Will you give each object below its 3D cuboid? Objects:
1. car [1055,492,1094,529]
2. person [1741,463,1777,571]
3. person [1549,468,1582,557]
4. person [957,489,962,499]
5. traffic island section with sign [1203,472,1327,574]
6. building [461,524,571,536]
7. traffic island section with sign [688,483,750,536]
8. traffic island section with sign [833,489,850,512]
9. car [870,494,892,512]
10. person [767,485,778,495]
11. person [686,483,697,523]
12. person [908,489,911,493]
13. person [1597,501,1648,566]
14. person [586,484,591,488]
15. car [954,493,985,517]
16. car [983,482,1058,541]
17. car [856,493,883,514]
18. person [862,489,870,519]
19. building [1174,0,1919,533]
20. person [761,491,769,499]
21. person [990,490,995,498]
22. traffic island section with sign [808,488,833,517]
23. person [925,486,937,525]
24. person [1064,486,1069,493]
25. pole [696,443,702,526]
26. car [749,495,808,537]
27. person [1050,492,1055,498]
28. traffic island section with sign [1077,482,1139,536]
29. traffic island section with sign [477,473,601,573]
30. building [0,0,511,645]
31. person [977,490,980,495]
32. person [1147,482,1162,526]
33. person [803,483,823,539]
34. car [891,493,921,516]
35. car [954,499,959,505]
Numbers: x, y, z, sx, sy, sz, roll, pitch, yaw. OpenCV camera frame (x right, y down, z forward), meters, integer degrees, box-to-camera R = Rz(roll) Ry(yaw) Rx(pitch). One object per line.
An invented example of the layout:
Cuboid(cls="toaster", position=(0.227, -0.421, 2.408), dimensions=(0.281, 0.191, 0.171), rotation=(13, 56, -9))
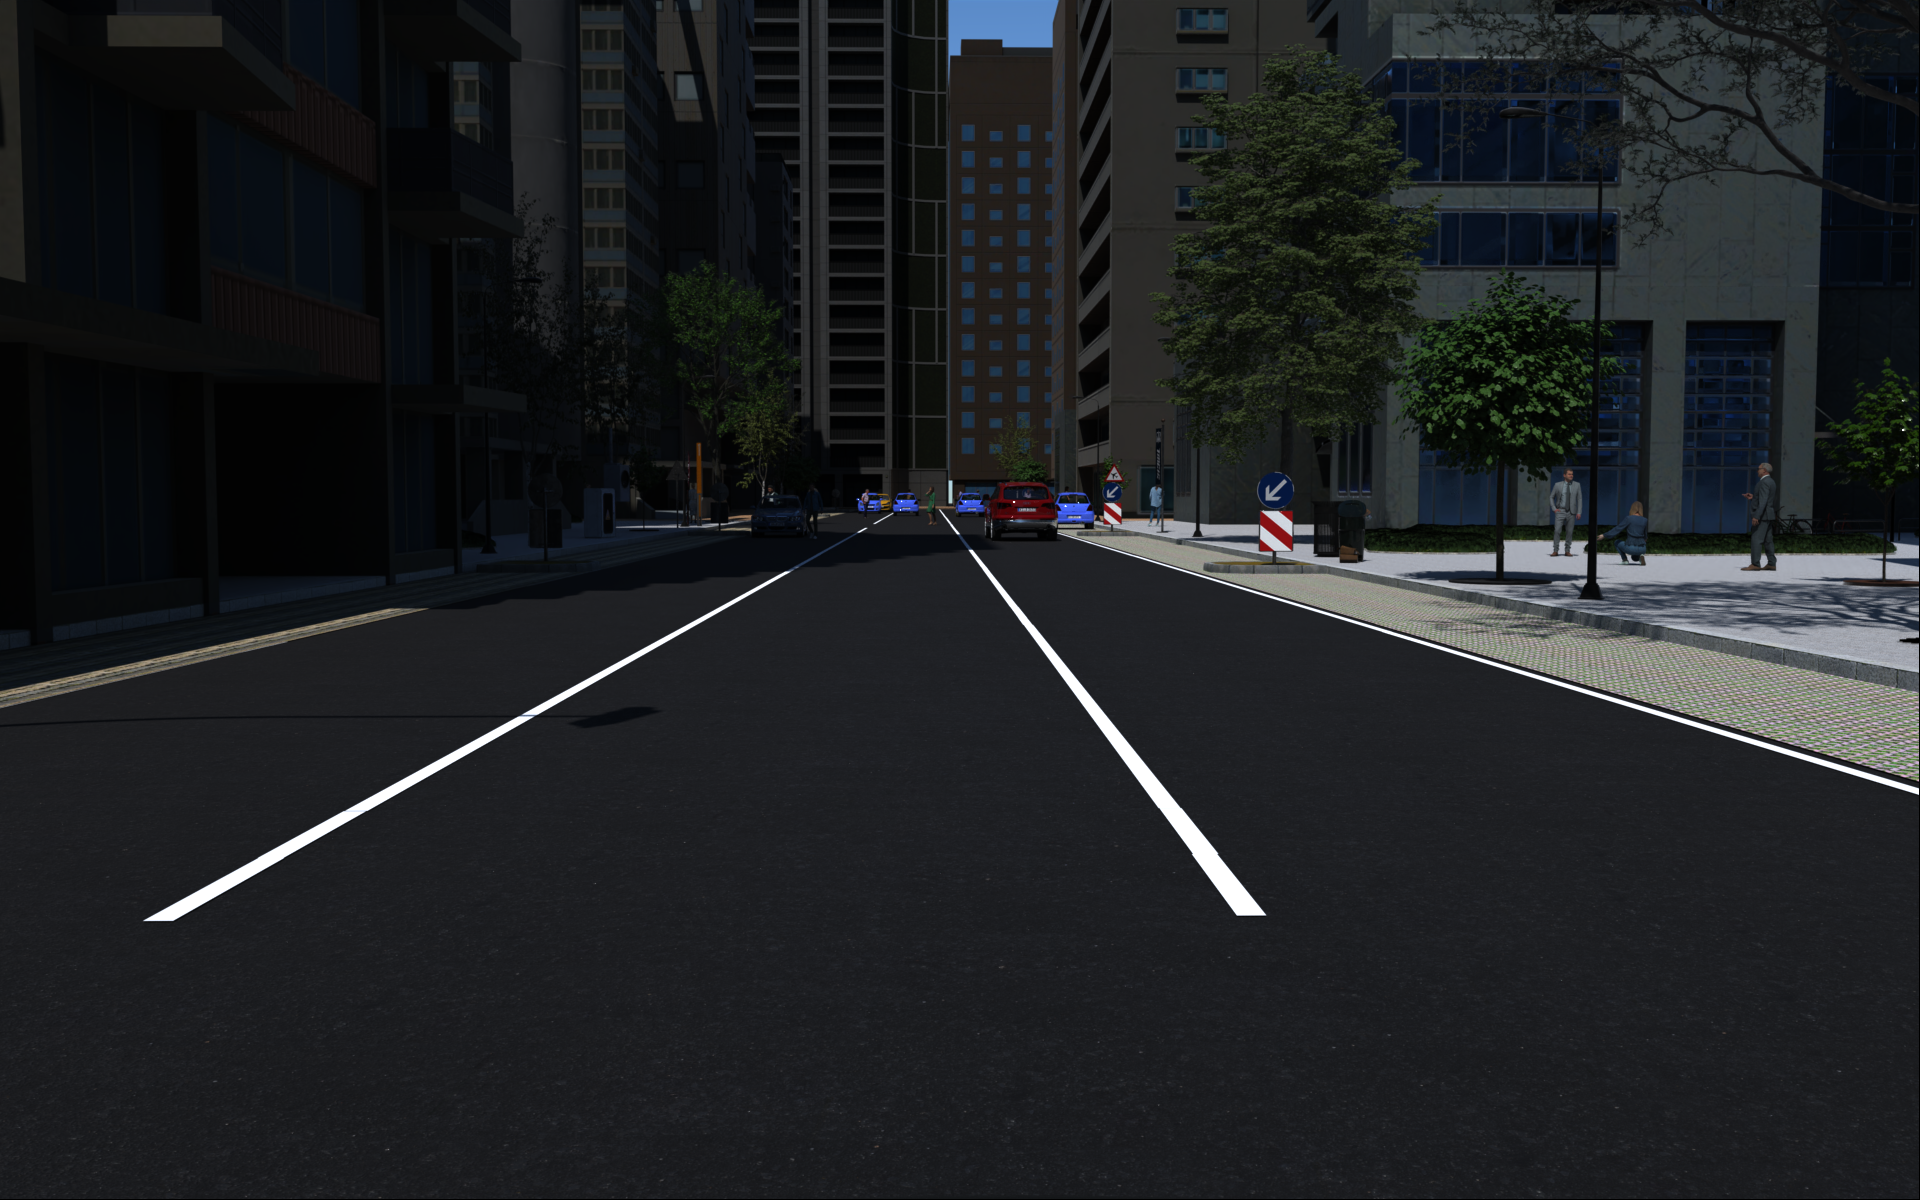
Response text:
Cuboid(cls="car", position=(4.564, -3.755, 70.992), dimensions=(1.945, 1.707, 3.694), rotation=(0, 4, 0))
Cuboid(cls="person", position=(13.390, -1.397, 29.057), dimensions=(0.590, 1.801, 0.661), rotation=(3, 4, 37))
Cuboid(cls="person", position=(12.457, -1.804, 35.630), dimensions=(0.635, 1.810, 0.391), rotation=(0, 4, 7))
Cuboid(cls="person", position=(-0.092, -8.329, 144.540), dimensions=(0.599, 1.838, 0.709), rotation=(1, 4, 18))
Cuboid(cls="traffic island section with sign", position=(5.541, -1.419, 31.836), dimensions=(1.989, 1.847, 2.006), rotation=(0, 4, -1))
Cuboid(cls="building", position=(-30.397, -22.259, 55.815), dimensions=(32.217, 40.220, 23.993), rotation=(0, 4, -1))
Cuboid(cls="traffic island section with sign", position=(-8.303, -3.136, 59.908), dimensions=(1.989, 1.847, 2.006), rotation=(0, 4, -1))
Cuboid(cls="traffic island section with sign", position=(-9.725, -7.827, 136.597), dimensions=(1.989, 1.847, 2.006), rotation=(0, 4, -1))
Cuboid(cls="car", position=(-6.269, -7.767, 137.205), dimensions=(2.015, 1.641, 3.980), rotation=(0, 4, -1))
Cuboid(cls="person", position=(-7.347, -3.611, 67.883), dimensions=(0.623, 1.781, 0.721), rotation=(0, 4, -3))
Cuboid(cls="person", position=(-11.682, -4.238, 75.690), dimensions=(0.694, 1.780, 0.624), rotation=(0, 4, 1))
Cuboid(cls="person", position=(-3.924, -7.744, 135.203), dimensions=(1.348, 1.812, 0.705), rotation=(1, 4, 20))
Cuboid(cls="person", position=(12.035, -1.207, 31.282), dimensions=(1.012, 1.151, 0.738), rotation=(0, 4, 1))
Cuboid(cls="person", position=(-17.358, -4.554, 81.055), dimensions=(0.362, 1.759, 0.519), rotation=(0, 4, 5))
Cuboid(cls="car", position=(0.625, -6.061, 108.688), dimensions=(1.945, 1.707, 3.694), rotation=(0, 4, -3))
Cuboid(cls="car", position=(1.891, -2.805, 54.534), dimensions=(2.281, 1.827, 5.304), rotation=(0, 4, -3))
Cuboid(cls="car", position=(-6.613, -7.174, 126.885), dimensions=(1.945, 1.707, 3.694), rotation=(0, 4, -3))
Cuboid(cls="person", position=(-5.462, -5.630, 101.485), dimensions=(0.436, 1.711, 0.756), rotation=(3, 5, 40))
Cuboid(cls="building", position=(21.705, -46.032, 65.289), dimensions=(22.319, 86.520, 31.000), rotation=(0, 4, -1))
Cuboid(cls="person", position=(-12.250, -6.372, 110.937), dimensions=(1.217, 1.736, 0.721), rotation=(2, 4, 35))
Cuboid(cls="person", position=(2.750, -7.557, 132.201), dimensions=(1.348, 1.807, 0.705), rotation=(3, 5, 42))
Cuboid(cls="traffic island section with sign", position=(-9.235, -6.179, 109.646), dimensions=(1.989, 1.847, 2.006), rotation=(0, 4, -1))
Cuboid(cls="person", position=(-1.272, -4.335, 79.627), dimensions=(0.529, 1.795, 0.600), rotation=(-2, 4, -29))
Cuboid(cls="person", position=(6.349, -5.785, 101.347), dimensions=(0.721, 1.735, 1.217), rotation=(0, 4, 3))
Cuboid(cls="pole", position=(-10.379, -4.590, 68.893), dimensions=(0.158, 3.312, 0.155), rotation=(0, 3, 0))
Cuboid(cls="car", position=(-6.088, -2.857, 58.720), dimensions=(2.014, 1.417, 4.499), rotation=(0, 4, -3))
Cuboid(cls="person", position=(6.954, -8.081, 138.262), dimensions=(1.348, 1.812, 0.705), rotation=(1, 4, 13))
Cuboid(cls="traffic island section with sign", position=(5.023, -3.094, 59.214), dimensions=(1.989, 1.847, 2.006), rotation=(0, 4, -1))
Cuboid(cls="traffic island section with sign", position=(-7.790, -1.449, 32.312), dimensions=(1.989, 1.847, 2.006), rotation=(0, 4, -1))
Cuboid(cls="building", position=(-18.479, -22.440, 21.526), dimensions=(22.147, 44.769, 28.867), rotation=(0, 4, -1))
Cuboid(cls="person", position=(1.538, -8.564, 148.605), dimensions=(0.705, 1.814, 1.350), rotation=(0, 4, 2))
Cuboid(cls="person", position=(7.777, -3.821, 68.778), dimensions=(0.793, 1.790, 0.793), rotation=(-1, 4, -19))
Cuboid(cls="person", position=(-4.675, -2.832, 55.155), dimensions=(0.601, 1.785, 0.444), rotation=(1, 4, 18))
Cuboid(cls="car", position=(-3.541, -6.374, 113.807), dimensions=(1.945, 1.707, 3.694), rotation=(0, 4, -2))
Cuboid(cls="car", position=(0.644, -7.008, 126.379), dimensions=(2.131, 1.459, 4.920), rotation=(0, 4, 0))
